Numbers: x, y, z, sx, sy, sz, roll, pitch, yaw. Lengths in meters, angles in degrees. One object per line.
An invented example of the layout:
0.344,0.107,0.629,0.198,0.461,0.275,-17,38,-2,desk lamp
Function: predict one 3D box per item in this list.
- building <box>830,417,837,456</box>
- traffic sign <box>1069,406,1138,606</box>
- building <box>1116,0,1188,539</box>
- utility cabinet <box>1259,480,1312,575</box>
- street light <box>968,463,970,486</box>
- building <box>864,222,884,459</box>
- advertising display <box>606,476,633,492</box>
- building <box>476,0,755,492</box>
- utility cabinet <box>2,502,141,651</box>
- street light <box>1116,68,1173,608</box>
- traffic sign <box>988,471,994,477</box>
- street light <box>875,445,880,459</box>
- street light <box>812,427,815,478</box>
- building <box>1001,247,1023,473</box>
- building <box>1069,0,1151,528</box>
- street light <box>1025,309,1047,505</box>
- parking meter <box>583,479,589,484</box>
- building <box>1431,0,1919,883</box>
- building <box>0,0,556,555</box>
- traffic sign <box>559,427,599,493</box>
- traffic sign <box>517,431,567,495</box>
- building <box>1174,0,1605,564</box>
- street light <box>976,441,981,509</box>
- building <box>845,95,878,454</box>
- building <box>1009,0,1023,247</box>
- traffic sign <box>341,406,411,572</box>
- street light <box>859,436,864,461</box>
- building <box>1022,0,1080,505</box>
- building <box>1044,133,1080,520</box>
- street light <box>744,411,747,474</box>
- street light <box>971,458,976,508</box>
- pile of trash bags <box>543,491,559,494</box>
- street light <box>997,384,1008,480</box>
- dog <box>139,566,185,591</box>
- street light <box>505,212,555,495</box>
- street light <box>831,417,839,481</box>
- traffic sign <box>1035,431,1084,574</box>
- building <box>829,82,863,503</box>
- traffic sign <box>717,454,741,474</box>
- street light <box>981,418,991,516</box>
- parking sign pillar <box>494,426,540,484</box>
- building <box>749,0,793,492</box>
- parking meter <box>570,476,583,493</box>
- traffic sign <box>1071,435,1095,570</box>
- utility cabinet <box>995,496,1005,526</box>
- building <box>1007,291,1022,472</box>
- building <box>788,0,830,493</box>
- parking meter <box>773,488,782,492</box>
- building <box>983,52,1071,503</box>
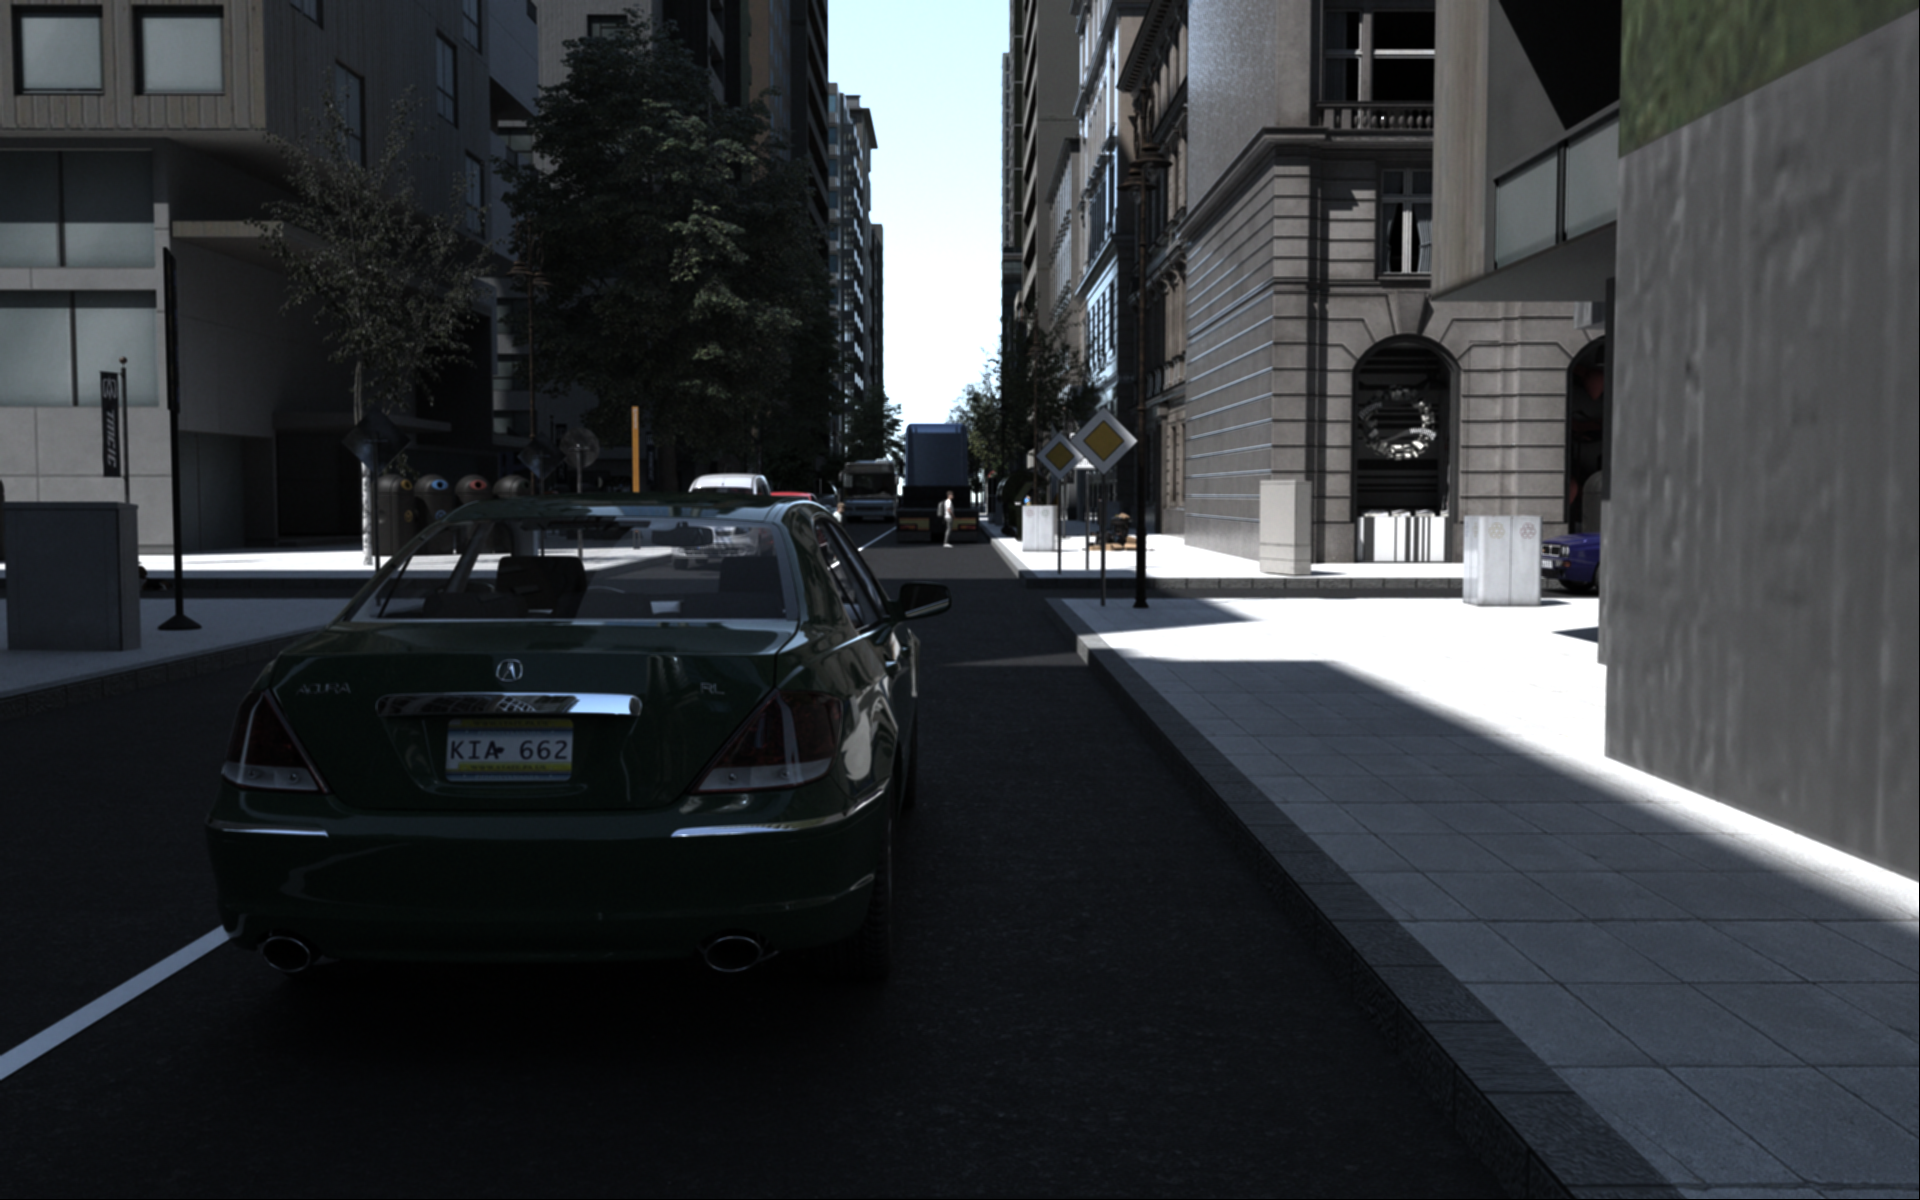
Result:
-21.885,-51.420,153.384,22.319,86.520,31.000,0,4,0,building
1.636,-0.988,19.799,0.795,2.450,0.064,0,4,0,traffic sign
11.078,-11.626,54.716,10.561,19.102,19.286,0,4,0,building
5.173,-1.151,27.506,0.318,1.500,1.173,-1,4,-18,utility cabinet
1.272,-12.619,179.100,0.468,5.910,1.993,0,4,0,street light
-18.462,-34.918,254.504,14.154,41.232,14.086,0,4,0,building
-11.987,-3.411,60.981,0.974,1.923,0.123,1,4,15,advertising display
-17.912,-19.124,84.381,14.160,30.474,14.107,0,4,0,building
-7.328,-0.193,14.311,1.020,1.237,0.306,0,4,7,utility cabinet
2.043,-2.851,19.400,0.468,5.910,1.993,0,4,0,street light
1.890,-5.709,93.450,0.768,2.556,0.104,1,4,9,traffic sign
-7.804,-11.687,163.876,0.468,5.910,1.993,0,4,0,street light
-7.442,-7.084,88.610,0.468,5.910,1.993,0,4,0,street light
11.832,-26.397,203.285,14.160,30.474,14.107,0,4,0,building
11.984,-17.626,74.092,13.634,28.700,20.117,0,4,0,building
1.898,-4.325,43.495,0.468,5.910,1.993,0,4,0,street light
-14.514,-3.733,66.749,0.399,1.863,0.255,-1,4,-16,parking meter
10.159,-19.898,8.934,14.154,41.232,14.086,0,4,0,building
-27.529,-27.991,46.891,28.713,52.752,27.495,0,4,0,building
-7.278,-2.020,33.129,0.768,2.556,0.104,0,4,1,traffic sign
-6.698,-1.475,27.763,0.795,2.450,0.064,0,4,0,traffic sign
17.179,-11.931,36.865,24.055,21.916,13.314,0,4,0,building
1.530,-9.035,120.514,0.468,5.910,1.993,0,4,0,street light
-25.789,-39.380,233.103,28.713,52.752,27.495,0,4,0,building
14.525,-47.819,220.085,20.563,71.187,20.611,0,4,0,building
-6.658,-0.987,19.778,0.795,2.450,0.064,0,4,0,traffic sign
-7.656,-9.866,134.097,0.468,5.910,1.993,0,4,0,street light
15.247,-30.059,115.171,21.300,48.544,21.600,0,4,0,building
9.913,-14.943,93.474,9.793,20.994,18.267,0,4,0,building
-7.272,-5.252,58.660,0.468,5.910,1.993,0,4,0,street light
1.373,-10.827,149.807,0.468,5.910,1.993,0,4,0,street light
-10.765,-2.452,49.844,3.447,1.369,1.912,2,4,32,pile of trash bags
1.805,-6.119,72.836,0.468,5.910,1.993,0,4,0,street light
-11.958,-0.336,25.691,0.748,0.427,0.550,0,4,-4,dog
-7.106,-3.424,28.771,0.468,5.910,1.993,0,4,0,street light
-7.560,-8.055,104.487,0.468,5.910,1.993,0,4,0,street light
1.596,-1.477,27.784,0.795,2.450,0.064,0,4,0,traffic sign
-23.034,-35.754,204.183,23.786,49.044,30.456,0,4,0,building
-7.420,-3.392,55.573,0.768,2.556,0.104,0,4,3,traffic sign
1.661,-7.911,102.128,0.468,5.910,1.993,0,4,0,street light
-17.367,-4.911,68.764,1.447,3.967,1.447,1,4,9,parking sign pillar
-18.278,-28.134,110.106,14.600,45.320,14.200,0,4,0,building
-12.742,-3.158,57.345,0.255,1.863,0.399,0,4,-1,parking meter
2.157,-1.661,29.281,0.606,2.300,0.079,0,4,4,traffic sign
1.940,-3.607,70.142,1.020,1.237,0.306,1,4,18,utility cabinet
18.679,-19.373,161.788,27.650,21.520,28.899,0,4,0,building
-21.082,-30.856,128.204,21.300,48.544,21.600,0,4,0,building
-7.772,-3.999,73.797,0.372,1.533,0.369,0,3,0,parking meter
14.764,-57.046,245.376,22.319,86.520,31.000,0,4,0,building
